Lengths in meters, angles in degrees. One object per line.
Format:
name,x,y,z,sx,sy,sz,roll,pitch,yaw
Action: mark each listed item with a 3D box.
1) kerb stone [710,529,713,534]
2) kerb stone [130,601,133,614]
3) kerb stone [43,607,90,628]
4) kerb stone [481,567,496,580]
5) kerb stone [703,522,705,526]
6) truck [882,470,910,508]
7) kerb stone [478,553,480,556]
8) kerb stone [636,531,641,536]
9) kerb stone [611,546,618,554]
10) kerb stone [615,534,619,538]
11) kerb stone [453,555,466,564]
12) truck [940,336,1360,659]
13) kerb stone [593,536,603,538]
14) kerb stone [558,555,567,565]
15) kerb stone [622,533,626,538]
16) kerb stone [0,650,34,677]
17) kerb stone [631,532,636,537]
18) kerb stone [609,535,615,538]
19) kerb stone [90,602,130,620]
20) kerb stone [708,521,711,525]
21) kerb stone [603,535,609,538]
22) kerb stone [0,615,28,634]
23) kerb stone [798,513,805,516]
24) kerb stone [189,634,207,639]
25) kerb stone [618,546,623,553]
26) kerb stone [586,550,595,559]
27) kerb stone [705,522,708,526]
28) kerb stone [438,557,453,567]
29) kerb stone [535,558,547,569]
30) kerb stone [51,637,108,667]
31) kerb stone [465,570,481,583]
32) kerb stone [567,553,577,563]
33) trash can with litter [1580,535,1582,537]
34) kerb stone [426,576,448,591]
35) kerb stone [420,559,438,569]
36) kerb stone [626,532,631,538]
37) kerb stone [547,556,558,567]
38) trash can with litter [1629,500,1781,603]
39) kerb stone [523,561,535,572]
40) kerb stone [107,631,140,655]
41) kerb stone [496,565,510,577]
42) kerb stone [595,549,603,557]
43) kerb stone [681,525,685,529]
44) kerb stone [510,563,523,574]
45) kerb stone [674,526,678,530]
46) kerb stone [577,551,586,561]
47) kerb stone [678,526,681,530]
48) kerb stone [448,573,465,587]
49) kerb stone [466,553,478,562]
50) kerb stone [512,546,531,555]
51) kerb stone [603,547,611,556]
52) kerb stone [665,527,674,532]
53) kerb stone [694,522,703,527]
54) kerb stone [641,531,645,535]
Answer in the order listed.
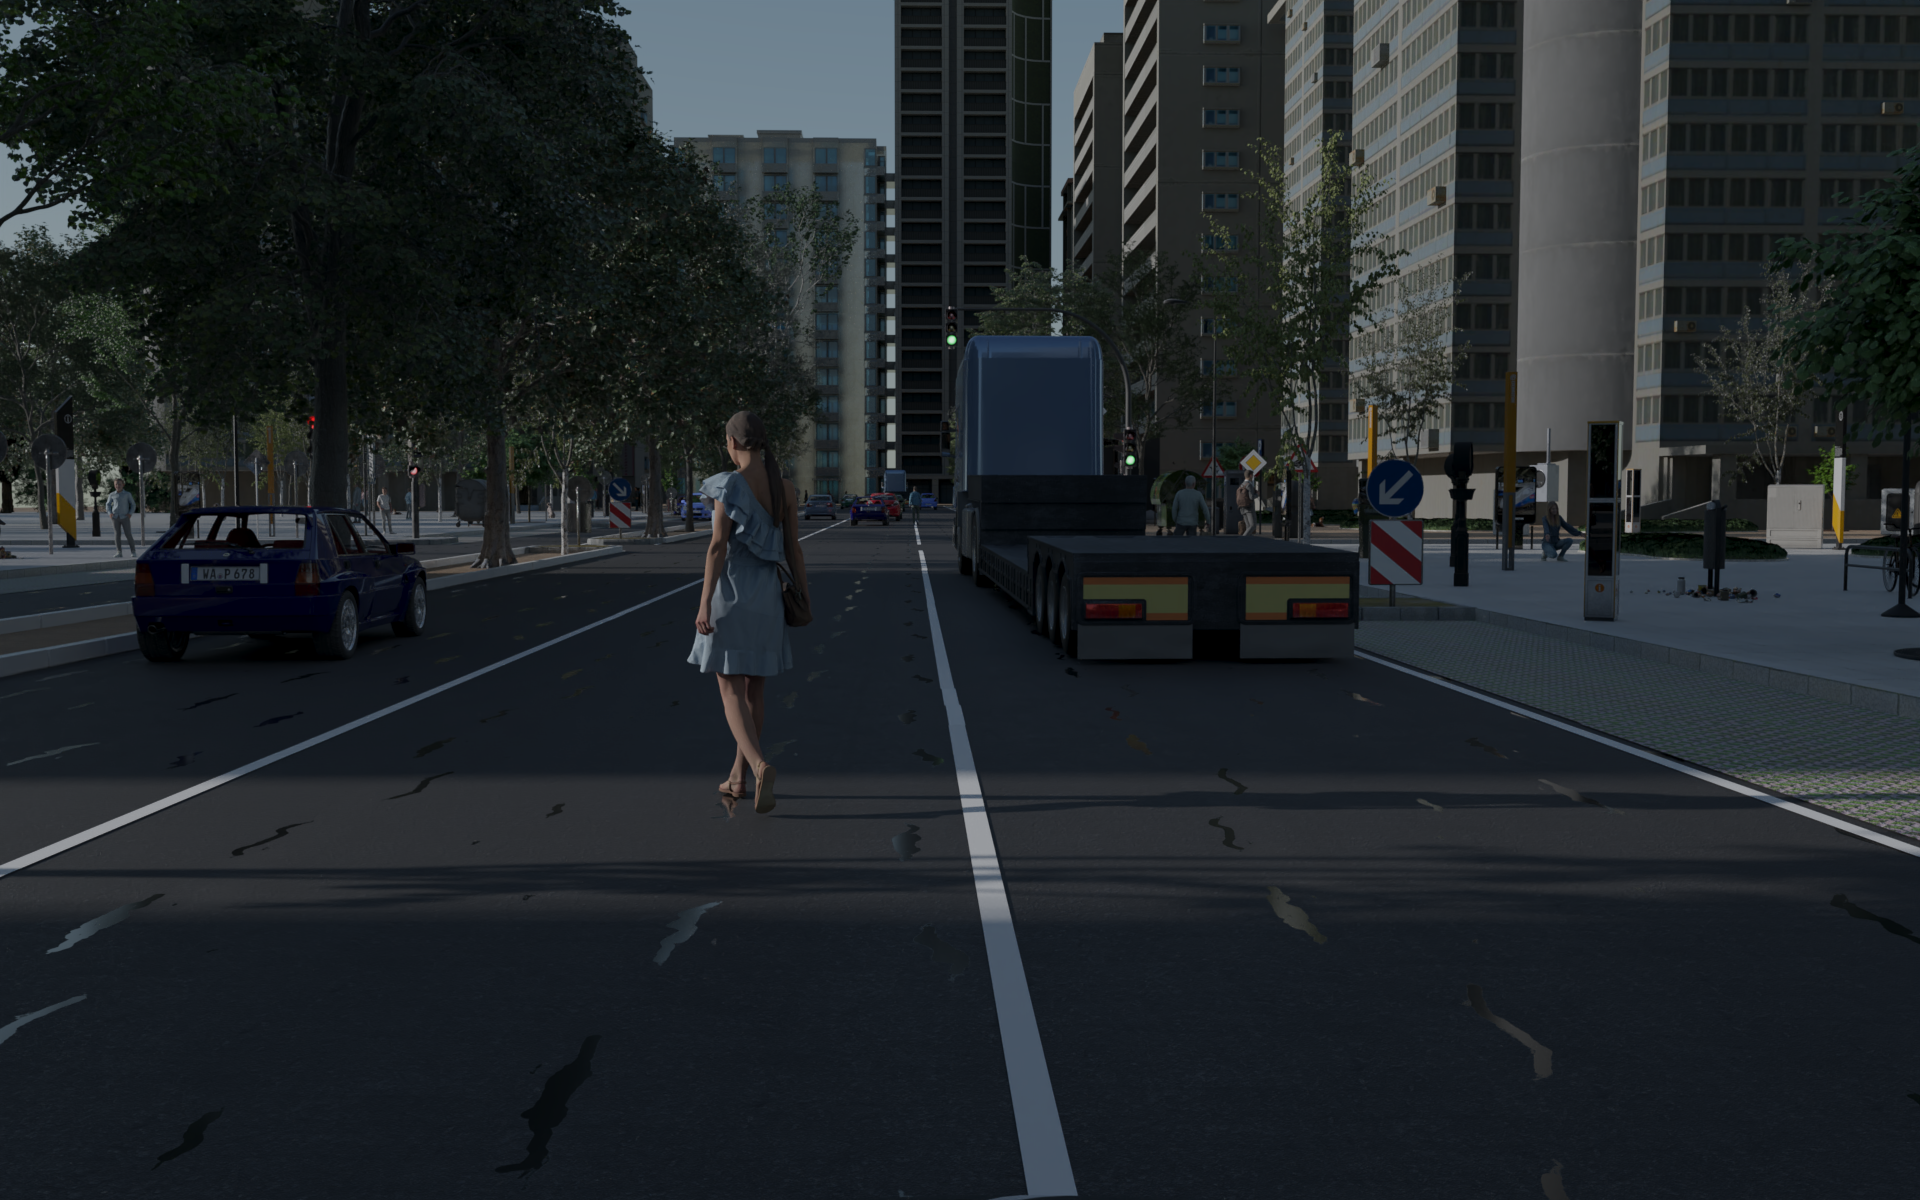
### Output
kerb stone,-8.985,-2.404,61.506,0.120,0.150,1.000,0,4,-2
kerb stone,-9.892,0.082,20.938,0.120,0.150,1.000,0,4,-2
kerb stone,-9.817,0.203,18.884,0.120,0.150,1.000,0,4,-2
kerb stone,-8.032,-0.421,29.154,0.120,0.150,1.000,0,4,-2
kerb stone,-11.531,-3.342,76.865,0.120,0.150,1.000,0,4,-2
truck,-6.894,-12.144,188.317,2.967,4.110,18.799,0,4,-4
kerb stone,-10.371,-0.925,37.313,0.120,0.150,1.000,0,4,-2
kerb stone,-10.984,-2.214,58.398,0.120,0.150,1.000,0,4,-2
kerb stone,-8.386,-1.177,41.435,0.120,0.150,1.000,0,4,-2
kerb stone,-10.877,-1.962,54.295,0.120,0.150,1.000,0,4,-2
kerb stone,-10.304,-0.797,35.266,0.120,0.150,1.000,0,4,-2
truck,1.599,-2.077,23.723,2.967,4.110,18.799,0,4,-3
kerb stone,-10.771,-1.774,51.207,0.120,0.150,1.000,0,4,-2
kerb stone,-8.211,-0.801,35.296,0.120,0.150,1.000,0,4,-2
kerb stone,-10.897,-2.024,55.318,0.120,0.150,1.000,0,4,-2
kerb stone,-7.575,0.514,13.797,0.120,0.150,1.000,0,4,-2
kerb stone,-10.960,-2.151,57.361,0.120,0.150,1.000,0,4,-2
kerb stone,-10.837,-1.900,53.271,0.120,0.150,1.000,0,4,-2
kerb stone,-9.862,0.140,19.916,0.120,0.150,1.000,0,4,-2
kerb stone,-11.579,-3.469,78.909,0.120,0.150,1.000,0,4,-2
kerb stone,-10.807,-1.837,52.235,0.120,0.150,1.000,0,4,-2
kerb stone,-9.797,0.267,17.857,0.120,0.150,1.000,0,4,-2
kerb stone,-10.568,-5.728,115.856,0.120,0.150,1.000,0,4,-2
kerb stone,-7.696,0.263,17.900,0.120,0.150,1.000,0,4,-2
kerb stone,-8.417,-1.239,42.458,0.120,0.150,1.000,0,4,-2
kerb stone,-8.303,-0.989,38.365,0.120,0.150,1.000,0,4,-2
kerb stone,-11.558,-3.406,77.887,0.120,0.150,1.000,0,4,-2
kerb stone,-10.275,-0.734,34.239,0.120,0.150,1.000,0,4,-2
kerb stone,-8.144,-0.675,33.250,0.120,0.150,1.000,0,4,-2
kerb stone,-7.607,0.454,14.829,0.120,0.150,1.000,0,4,-2
kerb stone,-8.002,-0.362,28.133,0.120,0.150,1.000,0,4,-2
kerb stone,-8.242,-0.864,36.320,0.120,0.150,1.000,0,4,-2
trash can with litter,19.529,-2.516,52.200,2.233,1.210,1.678,-3,4,-37
kerb stone,-7.942,-0.238,26.090,0.120,0.150,1.000,0,4,-2
kerb stone,-10.248,-0.674,33.212,0.120,0.150,1.000,0,4,-2
kerb stone,-10.927,-2.088,56.339,0.120,0.150,1.000,0,4,-2
kerb stone,-8.178,-0.737,34.274,0.120,0.150,1.000,0,4,-2
trash can with litter,9.302,-0.637,21.470,1.678,1.210,2.233,1,4,15
kerb stone,-8.125,-0.612,32.228,0.120,0.150,1.000,0,4,-2
kerb stone,-7.637,0.390,15.857,0.120,0.150,1.000,0,4,-2
kerb stone,-8.062,-0.488,30.176,0.120,0.150,1.000,0,4,-2
kerb stone,-8.332,-1.046,39.392,0.120,0.150,1.000,0,4,-2
kerb stone,-11.312,-2.903,69.689,0.120,0.150,1.000,0,4,-2
kerb stone,-8.092,-0.551,31.205,0.120,0.150,1.000,0,4,-2
kerb stone,-11.253,-2.776,67.646,0.120,0.150,1.000,0,4,-2
kerb stone,-8.269,-0.926,37.342,0.120,0.150,1.000,0,4,-2
kerb stone,-11.277,-2.842,68.667,0.120,0.150,1.000,0,4,-2
kerb stone,-7.974,-0.301,27.111,0.120,0.150,1.000,0,4,-2
kerb stone,-10.344,-0.862,36.290,0.120,0.150,1.000,0,4,-2
kerb stone,-10.488,-1.175,41.415,0.120,0.150,1.000,0,4,-2
kerb stone,-8.360,-1.109,40.413,0.120,0.150,1.000,0,4,-2
kerb stone,-11.223,-2.717,66.624,0.120,0.150,1.000,0,4,-2
kerb stone,-11.494,-3.281,75.843,0.120,0.150,1.000,0,4,-2
kerb stone,-11.018,-2.277,59.431,0.120,0.150,1.000,0,4,-2
